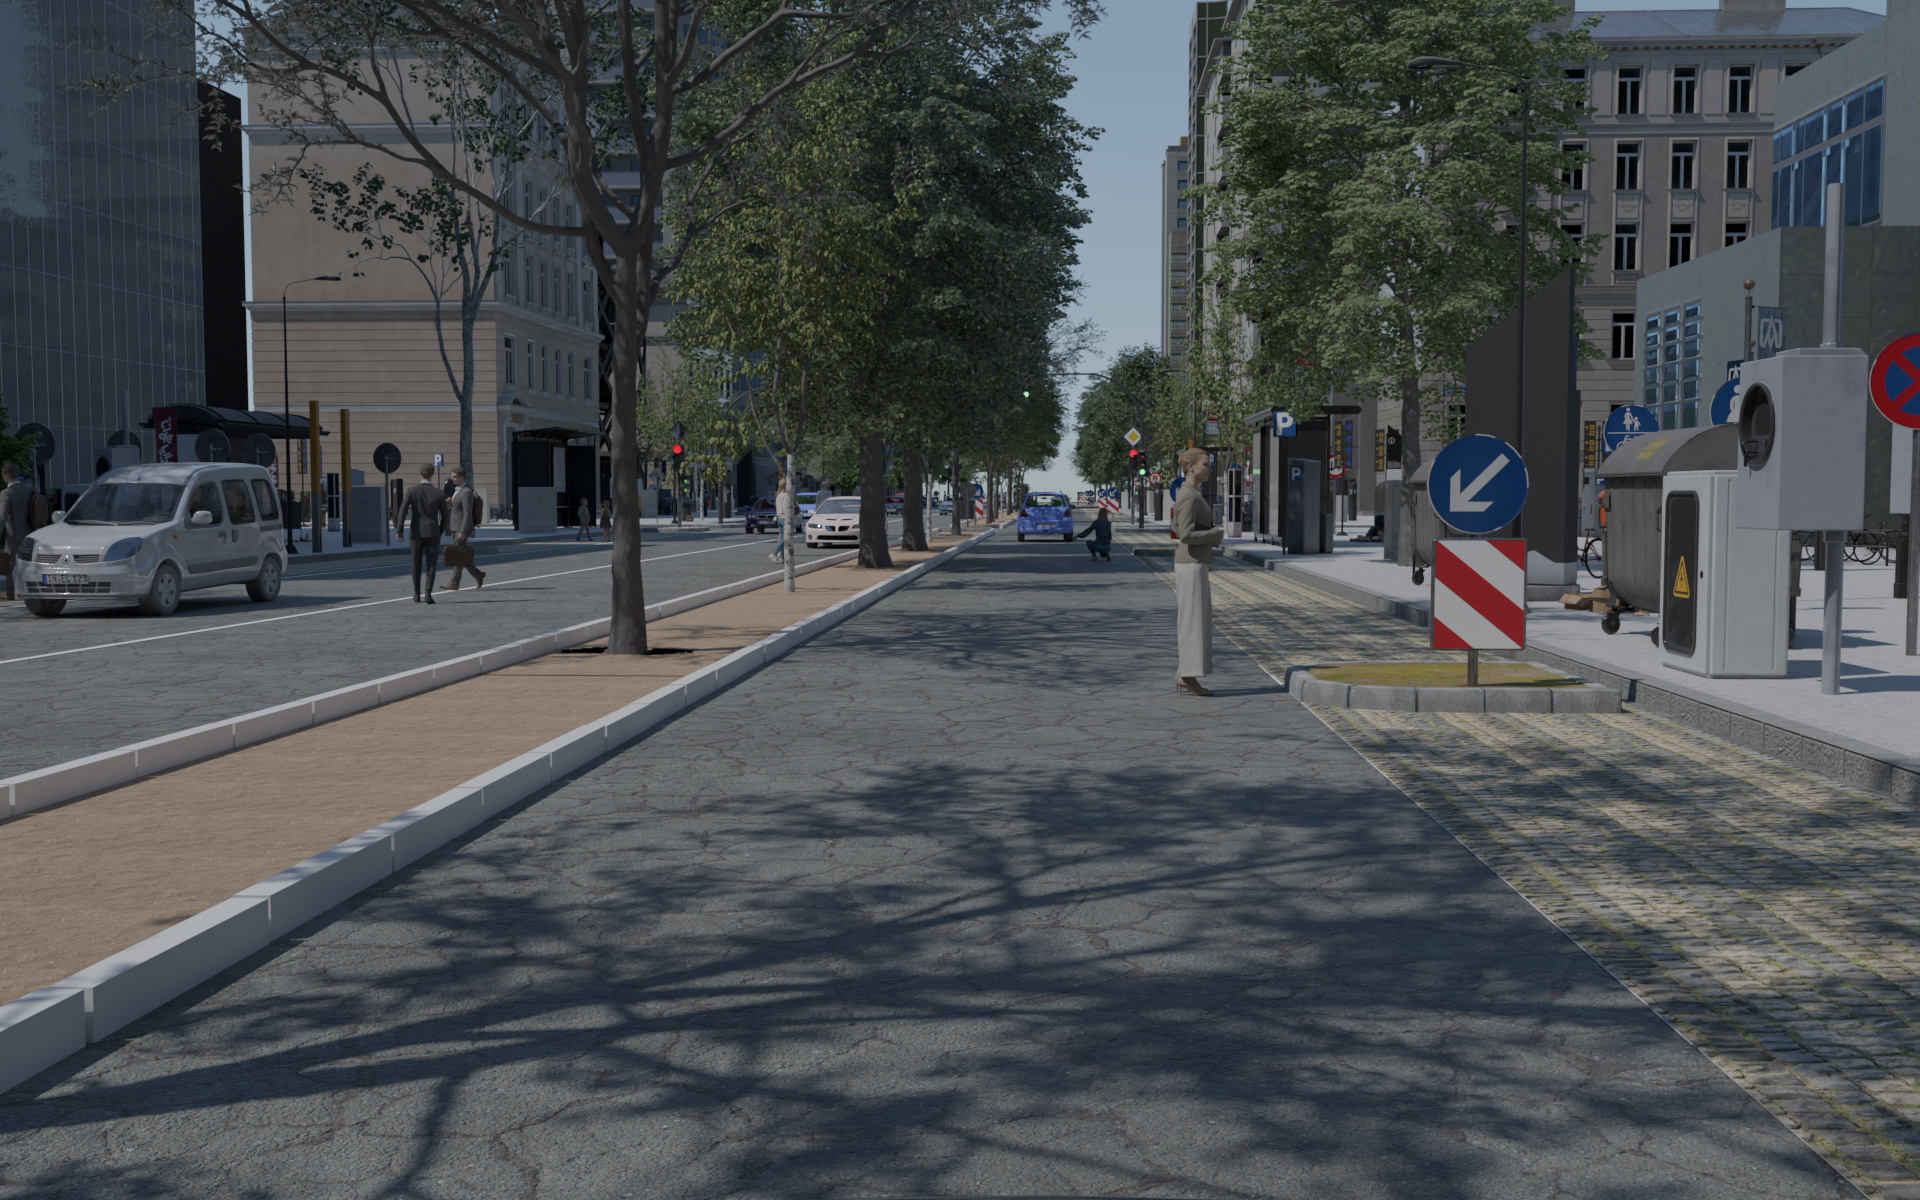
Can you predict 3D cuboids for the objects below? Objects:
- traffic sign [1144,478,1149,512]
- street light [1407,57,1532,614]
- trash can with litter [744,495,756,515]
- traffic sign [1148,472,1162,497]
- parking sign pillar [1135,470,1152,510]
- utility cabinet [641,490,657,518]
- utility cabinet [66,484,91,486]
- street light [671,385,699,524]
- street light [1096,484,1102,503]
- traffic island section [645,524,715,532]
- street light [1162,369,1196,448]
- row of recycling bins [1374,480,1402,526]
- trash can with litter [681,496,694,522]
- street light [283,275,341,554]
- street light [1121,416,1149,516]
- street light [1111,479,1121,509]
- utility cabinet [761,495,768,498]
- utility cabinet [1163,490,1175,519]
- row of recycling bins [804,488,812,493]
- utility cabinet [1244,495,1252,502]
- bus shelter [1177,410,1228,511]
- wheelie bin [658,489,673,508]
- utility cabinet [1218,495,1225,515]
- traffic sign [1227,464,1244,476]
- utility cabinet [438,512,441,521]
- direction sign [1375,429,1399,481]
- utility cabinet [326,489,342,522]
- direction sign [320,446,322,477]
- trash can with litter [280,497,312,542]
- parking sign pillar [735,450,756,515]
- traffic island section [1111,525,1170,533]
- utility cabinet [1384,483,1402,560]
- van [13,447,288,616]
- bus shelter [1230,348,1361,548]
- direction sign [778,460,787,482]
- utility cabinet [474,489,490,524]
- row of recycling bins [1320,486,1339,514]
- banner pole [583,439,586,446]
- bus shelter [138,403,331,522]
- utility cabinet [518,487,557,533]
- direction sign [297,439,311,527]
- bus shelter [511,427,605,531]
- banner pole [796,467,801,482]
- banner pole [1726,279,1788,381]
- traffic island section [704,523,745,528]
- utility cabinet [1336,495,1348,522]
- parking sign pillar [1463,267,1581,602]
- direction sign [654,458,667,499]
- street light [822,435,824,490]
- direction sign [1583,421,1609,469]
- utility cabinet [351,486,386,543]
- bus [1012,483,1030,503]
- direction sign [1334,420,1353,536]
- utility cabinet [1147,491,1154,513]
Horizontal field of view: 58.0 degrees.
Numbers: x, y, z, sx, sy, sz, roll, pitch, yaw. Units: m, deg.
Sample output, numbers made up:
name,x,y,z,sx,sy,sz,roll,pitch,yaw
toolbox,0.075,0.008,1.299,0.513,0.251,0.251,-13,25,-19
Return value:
name,x,y,z,sx,sy,sz,roll,pitch,yaw
traffic sign,11.151,-6.270,104.649,0.606,2.300,0.079,1,4,8
street light,5.455,-2.814,18.546,1.470,5.913,1.316,0,4,3
trash can with litter,-12.299,-5.655,103.510,1.678,1.210,2.233,-3,4,-38
traffic sign,11.181,-6.065,99.270,0.768,2.556,0.104,1,4,10
parking sign pillar,14.749,-9.190,138.726,1.447,3.967,1.447,-3,4,-37
utility cabinet,-16.553,-5.107,92.174,0.318,1.500,1.173,1,4,19
utility cabinet,-18.668,-1.749,37.269,1.173,1.500,0.318,1,4,22
street light,-11.673,-6.201,73.935,1.470,5.913,1.316,0,4,3
street light,15.085,-12.605,178.639,1.470,5.913,1.316,0,4,3
traffic island section,-10.728,-2.682,66.123,2.009,0.180,2.903,0,4,3
street light,8.199,-5.620,64.435,1.470,5.913,1.316,0,4,3
row of recycling bins,12.591,-2.624,50.009,1.069,1.692,3.534,0,4,5
trash can with litter,-12.632,-4.240,80.715,0.624,1.170,1.055,-2,4,-27
street light,-13.814,-3.937,36.904,1.470,5.913,1.316,0,4,3
street light,10.475,-7.950,102.523,1.470,5.913,1.316,0,4,3
street light,13.266,-10.723,147.860,1.470,5.913,1.316,0,4,3
utility cabinet,-12.209,-6.115,111.134,1.020,1.237,0.306,0,4,5
utility cabinet,10.398,-4.753,86.384,0.318,1.500,1.173,-3,4,-39
row of recycling bins,-11.442,-7.003,121.606,1.069,1.692,3.534,-2,4,-31
utility cabinet,18.620,-6.281,113.861,0.306,1.237,1.020,-2,4,-33
bus shelter,11.317,-6.320,80.961,2.179,5.291,8.768,0,4,3
wheelie bin,-18.072,-6.016,106.277,0.980,1.594,0.693,0,4,-4
utility cabinet,15.778,-5.707,104.475,0.306,1.237,1.020,0,4,-4
traffic sign,11.476,-4.418,72.340,0.768,2.556,0.104,0,4,5
utility cabinet,-24.832,-4.362,82.481,0.306,1.237,1.020,0,4,-8
direction sign,14.894,-4.190,60.496,0.876,3.537,0.379,3,4,37
utility cabinet,-28.277,-4.297,78.932,1.173,1.500,0.318,-3,5,-40
direction sign,-30.192,-5.461,81.278,0.876,3.537,0.379,2,4,35
trash can with litter,-18.301,-2.156,46.307,2.233,1.210,1.678,-1,4,-18
parking sign pillar,-13.139,-7.220,106.512,1.447,3.967,1.447,3,5,41
traffic island section,6.832,-2.618,65.077,2.009,0.180,2.903,0,4,3
utility cabinet,8.832,-1.527,33.648,1.173,1.500,0.318,-1,4,-17
van,-10.063,-0.900,21.728,2.013,2.044,4.112,0,4,4
bus shelter,8.667,-4.132,45.184,2.179,5.291,8.768,0,4,3
direction sign,-11.856,-7.572,115.804,0.379,3.537,0.876,-3,5,-45
utility cabinet,-20.832,-4.023,74.461,1.173,1.500,0.318,1,4,8
row of recycling bins,18.058,-4.940,87.877,3.534,1.692,1.069,-3,5,-43
banner pole,-17.257,-5.426,78.735,0.863,3.779,0.401,-3,5,-44
bus shelter,-17.163,-2.904,41.403,2.014,3.302,5.546,0,4,3
utility cabinet,-13.773,-2.926,56.519,1.173,1.500,0.318,-2,4,-28
direction sign,-25.461,-4.593,67.086,0.379,3.537,0.876,-3,5,-42
bus shelter,-14.644,-4.414,63.458,1.731,3.624,6.357,0,4,4
banner pole,-12.735,-8.858,134.852,0.863,3.779,0.401,-1,4,-23
banner pole,9.395,-1.856,20.367,0.863,3.779,0.401,-2,4,-25
traffic island section,-10.253,-3.169,74.094,2.009,0.180,2.903,0,4,3
utility cabinet,17.644,-4.209,79.977,0.306,1.237,1.020,2,4,27
parking sign pillar,6.883,-2.004,21.230,1.447,3.967,1.447,3,5,41
direction sign,-18.837,-7.150,108.899,0.876,3.537,0.379,-3,5,-40
street light,-8.925,-8.994,119.592,1.470,5.913,1.316,0,4,3
direction sign,19.788,-3.774,53.700,0.876,3.537,0.379,1,4,18
utility cabinet,-15.520,-2.240,45.303,1.173,1.500,0.318,1,4,23
bus,10.489,-18.375,295.288,2.948,3.499,13.247,0,4,4
direction sign,11.802,-3.755,53.386,0.379,3.537,0.876,-2,4,-24
utility cabinet,12.682,-6.557,115.893,0.318,1.500,1.173,-1,4,-9
